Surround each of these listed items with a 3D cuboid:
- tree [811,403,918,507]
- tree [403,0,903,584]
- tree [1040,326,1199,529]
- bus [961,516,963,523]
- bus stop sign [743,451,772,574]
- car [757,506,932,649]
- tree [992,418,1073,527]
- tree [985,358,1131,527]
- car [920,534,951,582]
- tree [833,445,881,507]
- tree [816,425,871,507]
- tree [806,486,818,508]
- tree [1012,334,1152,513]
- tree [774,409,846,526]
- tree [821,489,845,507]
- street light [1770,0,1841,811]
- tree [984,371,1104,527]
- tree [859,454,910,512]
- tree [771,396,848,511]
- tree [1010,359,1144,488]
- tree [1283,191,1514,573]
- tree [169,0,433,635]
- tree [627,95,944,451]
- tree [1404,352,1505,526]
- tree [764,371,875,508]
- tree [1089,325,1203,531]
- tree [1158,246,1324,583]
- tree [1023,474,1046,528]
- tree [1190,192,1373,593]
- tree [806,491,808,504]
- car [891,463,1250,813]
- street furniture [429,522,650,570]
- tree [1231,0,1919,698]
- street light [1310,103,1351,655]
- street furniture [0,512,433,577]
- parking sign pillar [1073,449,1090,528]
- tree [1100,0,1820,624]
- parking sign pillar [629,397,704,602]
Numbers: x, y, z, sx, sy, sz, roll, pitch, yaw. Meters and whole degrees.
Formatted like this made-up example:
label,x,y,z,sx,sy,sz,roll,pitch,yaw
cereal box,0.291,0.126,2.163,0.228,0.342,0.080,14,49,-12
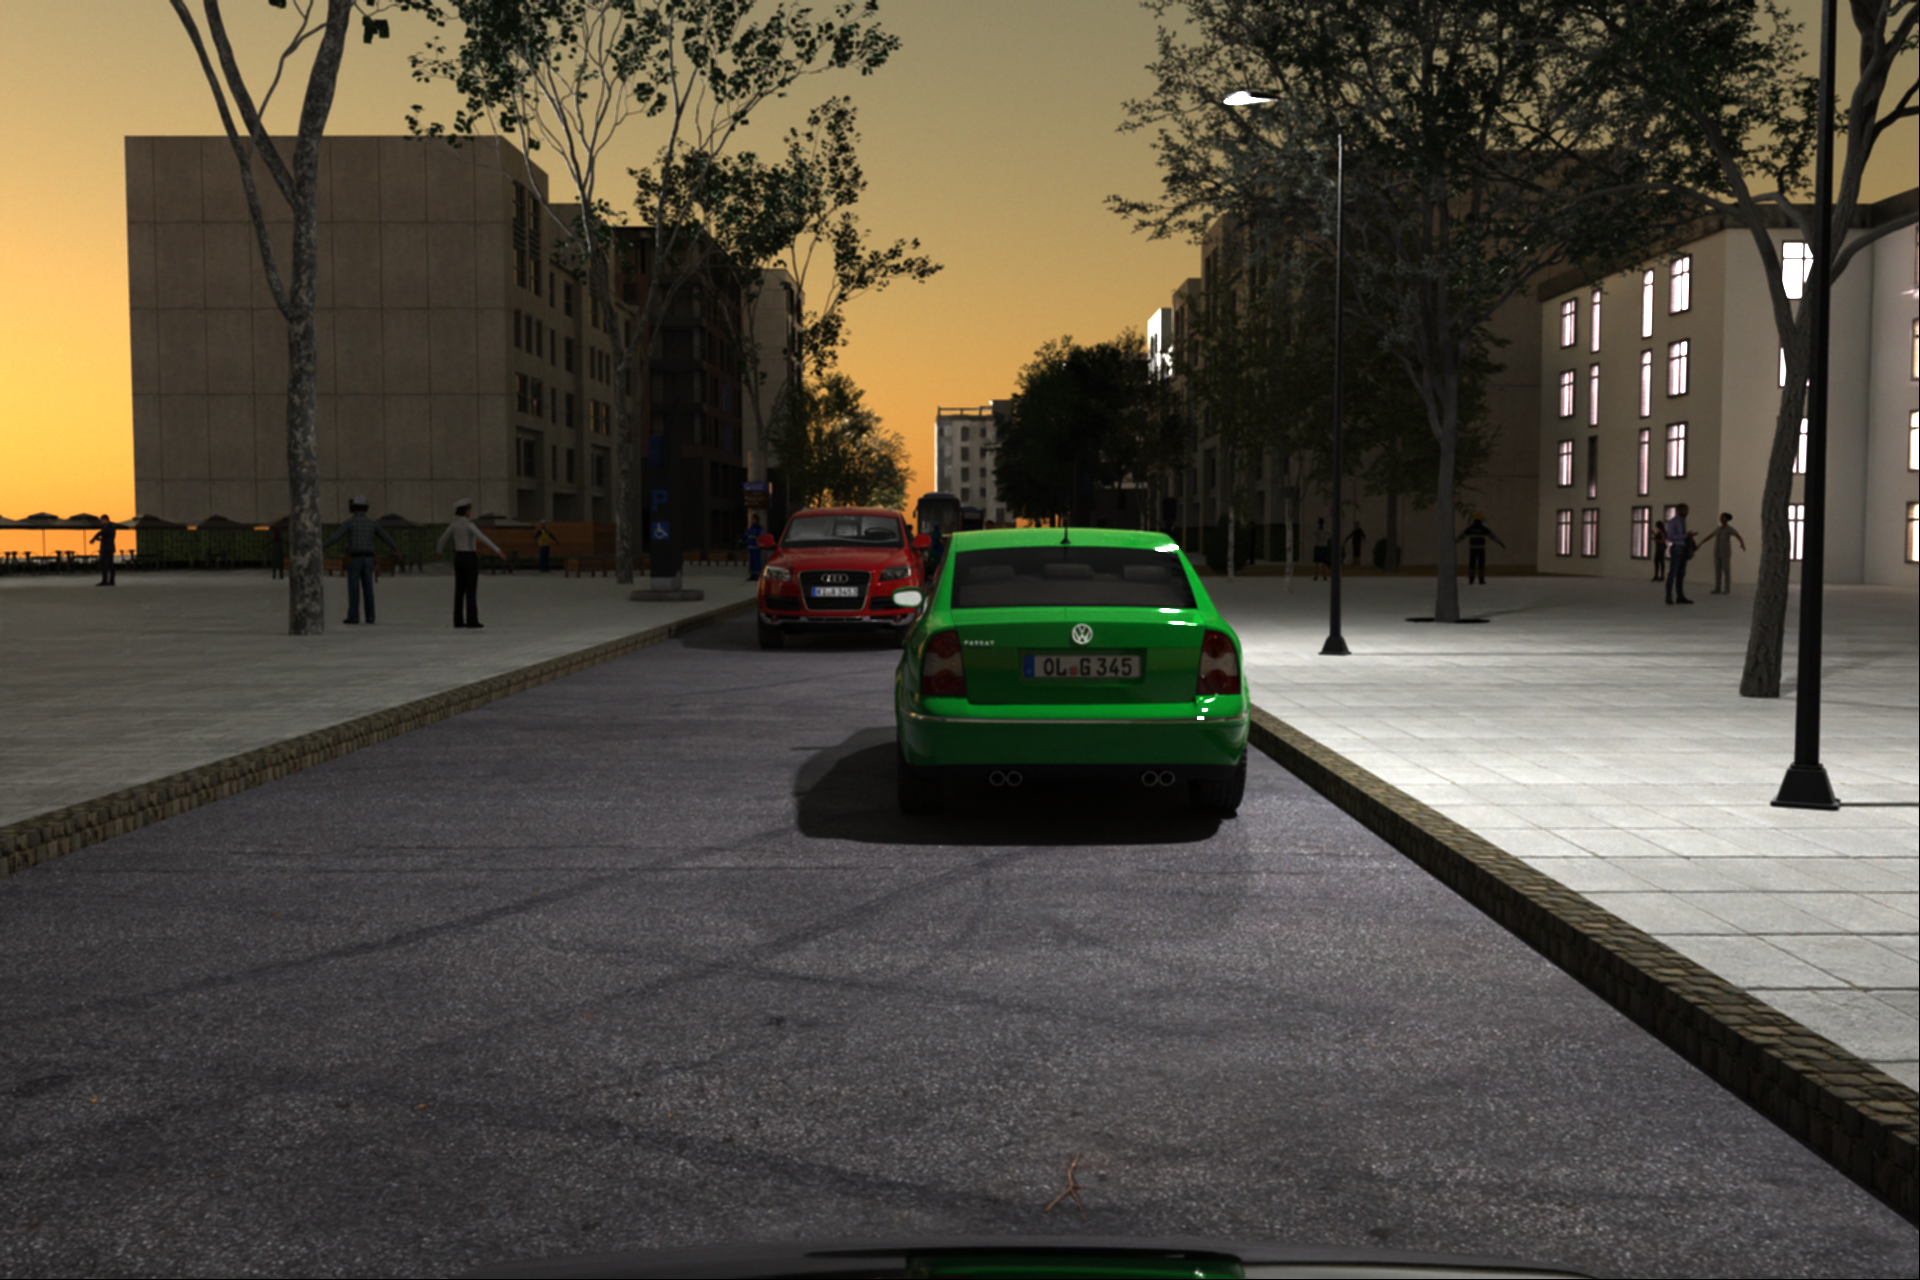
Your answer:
label,x,y,z,sx,sy,sz,roll,pitch,yaw
tree,-9.001,-15.172,158.432,12.009,13.543,11.850,0,3,0
tree,-8.023,-11.453,43.150,12.611,20.169,13.585,0,3,0
tree,7.196,-8.713,76.868,7.601,10.594,8.767,-3,5,-40
bus,-1.208,-9.341,144.268,2.896,3.916,12.251,0,3,0
bus stop sign,-6.443,-4.044,55.139,0.837,3.901,0.837,0,4,-1
car,-1.516,-0.897,23.336,2.281,1.827,5.304,0,4,0
tree,6.441,-13.866,144.837,7.486,12.596,7.792,0,3,0
tree,6.783,-12.769,119.135,12.009,13.543,11.850,0,3,0
car,-0.388,-2.687,53.713,2.009,1.686,4.222,0,4,-1
tree,-8.919,-11.486,138.153,4.360,8.622,3.978,0,3,0
tree,-8.140,-10.212,117.334,4.737,8.622,4.395,0,3,0
tree,-24.346,-19.846,250.236,9.928,11.665,9.643,0,3,0
tree,6.539,-10.006,89.354,9.928,11.665,9.643,0,3,0
tree,-8.774,-9.104,99.206,4.737,8.622,4.395,0,3,0
tree,-17.643,-17.892,242.900,4.737,8.622,4.395,0,3,0
street light,4.548,-2.170,8.021,1.470,5.913,1.316,0,4,0
tree,6.955,-13.782,131.991,9.857,13.997,8.962,0,3,0
tree,-10.686,-19.977,244.749,7.486,12.596,7.792,0,3,0
tree,-8.187,-8.611,91.147,4.737,8.622,4.395,0,3,0
tree,6.918,-10.616,99.325,9.928,11.665,9.643,0,3,0
tree,14.345,-8.535,57.667,7.486,12.596,7.792,0,3,0
tree,-9.331,-10.198,22.624,12.611,20.169,13.585,0,3,0
tree,-7.410,-13.368,74.451,12.611,20.169,13.585,0,3,0
tree,19.238,-7.226,68.513,4.737,8.622,4.395,0,3,0
tree,-8.913,-11.252,109.719,9.928,11.665,9.643,0,3,0
tree,6.315,-6.829,62.017,4.360,8.622,3.978,0,3,0
tree,7.348,-5.801,45.212,4.737,8.622,4.395,0,3,0
tree,7.036,-12.382,152.803,4.737,8.622,4.395,0,3,0
tree,7.260,-5.336,37.605,4.360,8.622,3.978,0,3,0
tree,-22.955,-17.870,242.532,4.737,8.622,4.395,0,3,0
car,0.549,-0.091,10.279,1.959,1.807,4.718,0,4,0
street furniture,-14.592,-3.481,63.765,11.010,1.723,9.812,0,4,0
tree,6.308,-4.807,13.014,8.767,10.594,7.601,0,4,-2
street light,4.542,-2.798,18.285,1.470,5.913,1.316,0,4,0
street furniture,-31.170,-3.377,60.239,14.083,1.986,27.439,1,4,19
parking sign pillar,3.866,-4.094,55.416,1.447,3.967,1.447,0,4,-1
tree,7.013,-7.009,24.960,12.009,13.543,11.850,0,3,0
parking sign pillar,-5.687,-2.752,33.465,1.447,3.967,1.447,0,4,0
